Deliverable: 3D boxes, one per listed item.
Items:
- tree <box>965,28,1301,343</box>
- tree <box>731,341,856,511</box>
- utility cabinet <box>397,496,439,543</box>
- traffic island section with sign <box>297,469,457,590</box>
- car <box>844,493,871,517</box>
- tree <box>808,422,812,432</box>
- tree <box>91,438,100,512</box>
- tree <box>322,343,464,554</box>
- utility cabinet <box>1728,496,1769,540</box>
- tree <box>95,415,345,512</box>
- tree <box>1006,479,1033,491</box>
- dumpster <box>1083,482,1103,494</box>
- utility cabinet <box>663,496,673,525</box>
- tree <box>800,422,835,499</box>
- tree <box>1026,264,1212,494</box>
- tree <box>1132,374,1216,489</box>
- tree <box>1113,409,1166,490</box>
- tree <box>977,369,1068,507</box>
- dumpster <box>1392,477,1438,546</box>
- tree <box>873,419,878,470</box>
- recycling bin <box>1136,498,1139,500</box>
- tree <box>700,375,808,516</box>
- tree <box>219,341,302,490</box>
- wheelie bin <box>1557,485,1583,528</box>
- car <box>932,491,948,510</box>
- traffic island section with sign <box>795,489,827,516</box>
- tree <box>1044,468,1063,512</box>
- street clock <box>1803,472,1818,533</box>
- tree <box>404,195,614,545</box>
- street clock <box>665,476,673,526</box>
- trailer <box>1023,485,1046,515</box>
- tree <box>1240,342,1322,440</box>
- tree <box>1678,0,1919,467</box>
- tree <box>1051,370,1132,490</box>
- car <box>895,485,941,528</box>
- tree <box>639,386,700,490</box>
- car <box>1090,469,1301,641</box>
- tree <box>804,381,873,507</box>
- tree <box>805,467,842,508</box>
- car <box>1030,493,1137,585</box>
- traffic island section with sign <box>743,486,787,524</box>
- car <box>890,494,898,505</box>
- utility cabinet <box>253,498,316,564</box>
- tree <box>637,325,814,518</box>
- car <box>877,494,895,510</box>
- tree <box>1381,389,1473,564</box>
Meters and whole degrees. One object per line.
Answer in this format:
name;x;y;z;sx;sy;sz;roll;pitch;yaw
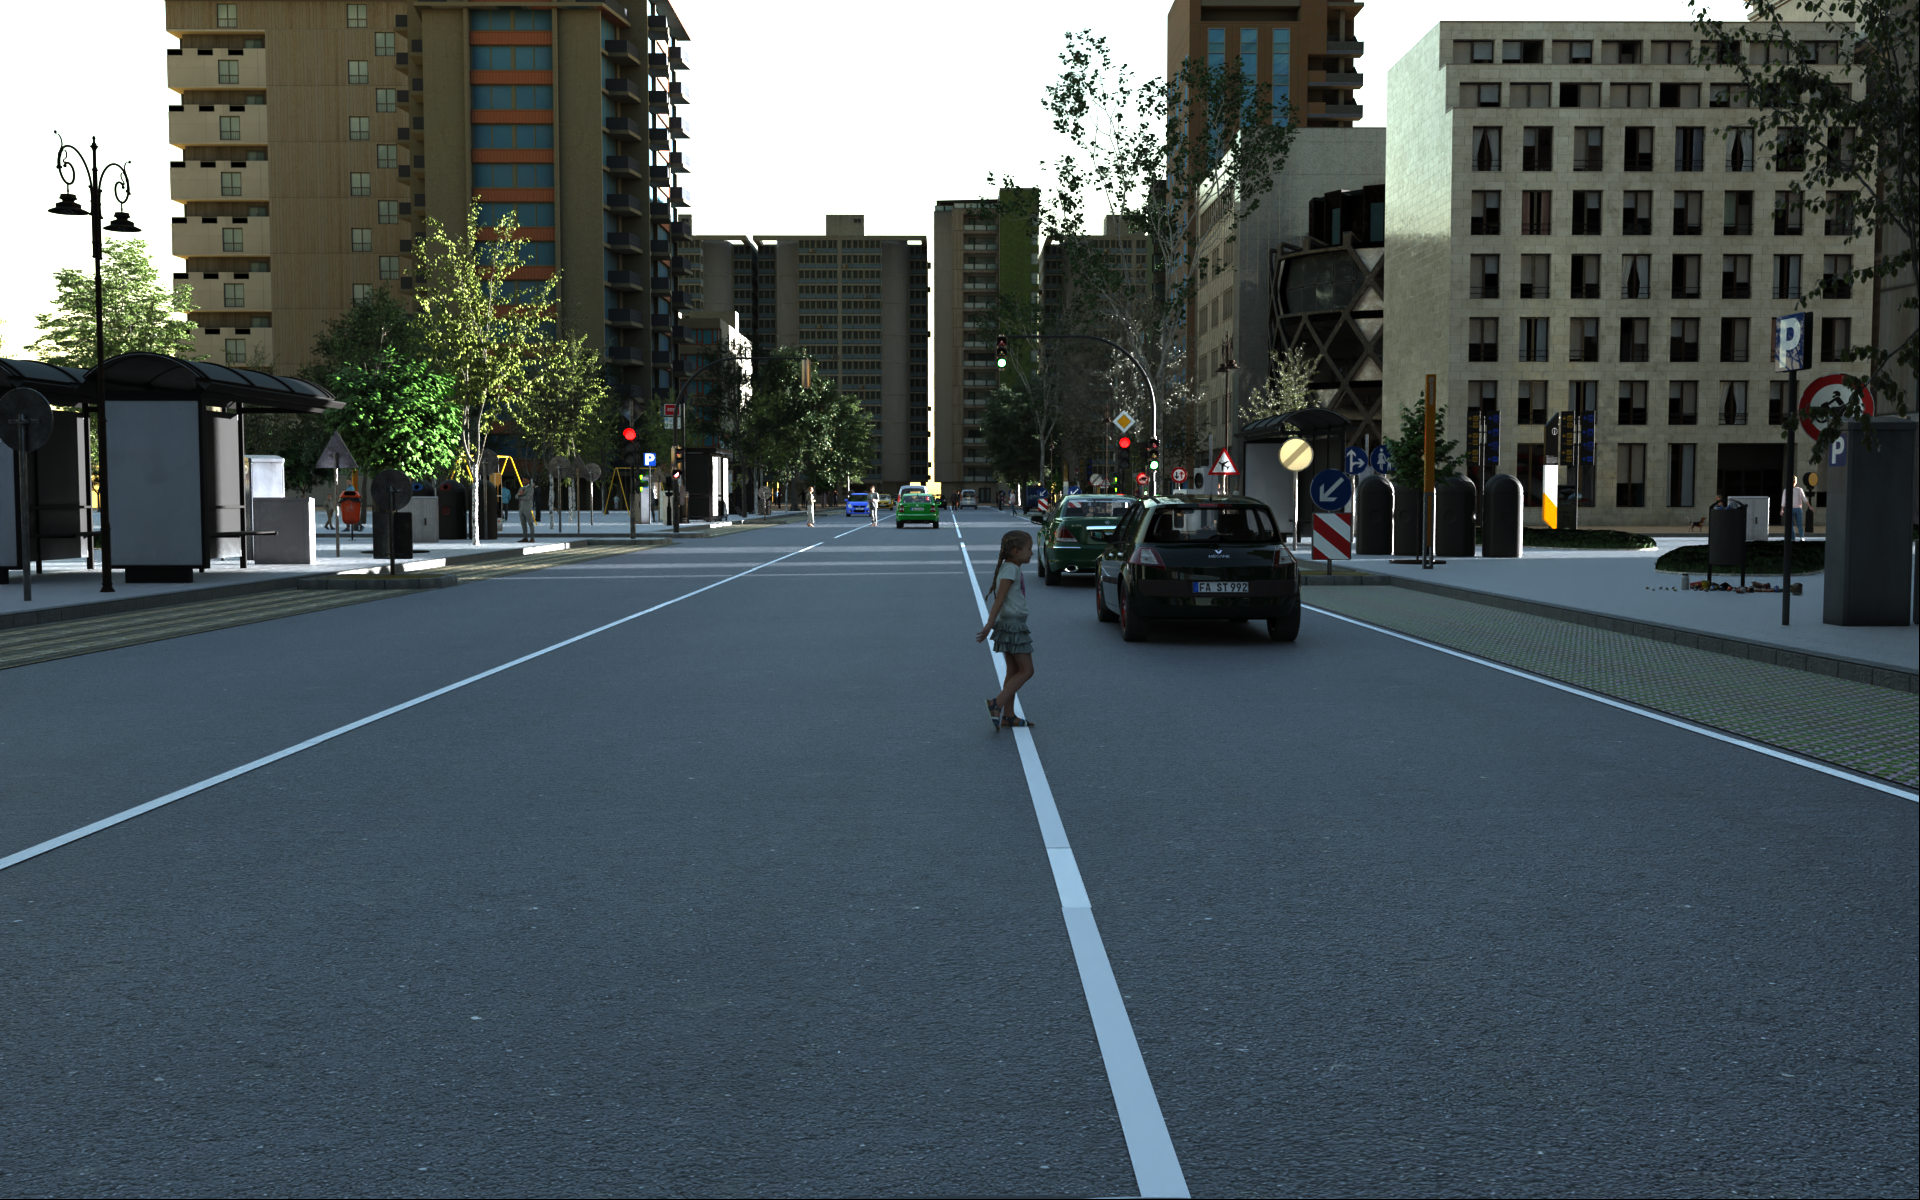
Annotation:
tree;7.083;-13.197;71.658;12.611;20.169;13.585;0;3;0
tree;-12.516;-12.995;129.484;9.611;12.733;9.660;0;3;0
utility cabinet;-14.352;-2.123;45.877;1.020;1.237;0.306;-1;4;-12
traffic island section with sign;-8.892;-1.106;26.719;1.989;1.847;2.006;0;4;0
car;-6.402;-6.180;110.632;1.945;1.707;3.694;0;4;-2
tree;-12.255;-10.370;119.907;4.737;8.622;4.395;0;3;0
tree;-65.975;-9.538;118.850;11.467;7.101;20.602;0;4;4
tree;-12.363;-3.315;37.913;4.285;4.588;4.351;0;3;0
utility cabinet;21.841;-2.254;48.009;1.020;1.237;0.306;1;4;13
tree;-49.720;-9.558;119.179;11.467;7.101;20.602;-1;4;-8
tree;7.162;-13.734;208.267;4.285;4.588;4.351;0;3;0
dumpster;10.079;-7.929;132.131;1.502;2.255;1.985;0;4;0
utility cabinet;-12.017;-3.725;72.069;0.306;1.237;1.020;-2;4;-33
tree;-12.651;-12.060;147.539;4.360;8.622;3.978;0;3;0
tree;8.514;-11.161;92.858;12.009;13.543;11.850;0;3;0
tree;13.508;-9.594;107.225;4.360;8.622;3.978;0;3;0
tree;13.406;-10.780;126.615;4.737;8.622;4.395;0;3;0
tree;6.551;-16.596;177.998;9.857;13.997;8.962;0;3;0
dumpster;11.030;-2.179;41.377;1.264;1.857;1.865;0;4;0
tree;-12.892;-17.060;197.064;7.486;12.596;7.792;0;3;0
recycling bin;10.573;-5.379;100.498;0.722;1.027;0.722;1;4;21
tree;-12.314;-9.359;103.377;4.737;8.622;4.395;0;3;0
tree;-34.263;-8.153;83.667;4.360;8.622;3.978;0;3;0
wheelie bin;21.150;-3.205;60.307;0.980;1.594;0.693;1;4;21
car;-2.057;-9.116;158.840;2.009;1.686;4.222;0;4;0
traffic island section with sign;-9.545;-6.275;111.216;1.989;1.847;2.006;0;4;0
tree;6.873;-7.985;125.159;1.663;3.219;1.824;0;3;0
street clock;28.201;-3.235;57.465;0.471;2.002;0.358;-2;4;-24
tree;-12.114;-5.711;43.736;4.737;8.622;4.395;0;3;0
street clock;-11.853;-4.037;70.567;0.358;2.002;0.471;0;4;-7
trailer;4.925;-6.626;115.377;1.471;1.999;3.904;0;4;0
tree;15.857;-8.213;84.645;4.360;8.622;3.978;0;3;0
tree;8.402;-3.900;14.120;4.360;8.622;3.978;0;3;0
tree;7.354;-9.410;104.223;4.360;8.622;3.978;0;3;0
car;-1.785;-3.961;73.558;1.959;1.807;4.718;0;4;-1
tree;-19.029;-10.237;117.731;4.737;8.622;4.395;0;3;0
car;2.415;-0.517;18.236;2.009;1.686;4.222;0;4;-1
tree;-13.103;-15.639;173.829;7.486;12.596;7.792;0;3;0
tree;-12.324;-10.524;155.777;4.285;4.588;4.351;0;3;0
car;2.249;-1.026;28.573;2.131;1.459;4.920;0;4;0
traffic island section with sign;-9.342;-4.556;83.113;1.989;1.847;2.006;0;4;0
car;-7.645;-11.876;205.963;2.131;1.459;4.920;0;4;-2
utility cabinet;-12.395;-1.262;31.789;1.020;1.237;0.306;0;4;-4
tree;-11.629;-9.809;94.790;8.767;10.594;7.601;2;4;23
car;-6.760;-8.699;152.445;2.015;1.641;3.980;0;4;-1
tree;8.614;-2.287;31.994;1.663;3.219;1.824;0;3;0
